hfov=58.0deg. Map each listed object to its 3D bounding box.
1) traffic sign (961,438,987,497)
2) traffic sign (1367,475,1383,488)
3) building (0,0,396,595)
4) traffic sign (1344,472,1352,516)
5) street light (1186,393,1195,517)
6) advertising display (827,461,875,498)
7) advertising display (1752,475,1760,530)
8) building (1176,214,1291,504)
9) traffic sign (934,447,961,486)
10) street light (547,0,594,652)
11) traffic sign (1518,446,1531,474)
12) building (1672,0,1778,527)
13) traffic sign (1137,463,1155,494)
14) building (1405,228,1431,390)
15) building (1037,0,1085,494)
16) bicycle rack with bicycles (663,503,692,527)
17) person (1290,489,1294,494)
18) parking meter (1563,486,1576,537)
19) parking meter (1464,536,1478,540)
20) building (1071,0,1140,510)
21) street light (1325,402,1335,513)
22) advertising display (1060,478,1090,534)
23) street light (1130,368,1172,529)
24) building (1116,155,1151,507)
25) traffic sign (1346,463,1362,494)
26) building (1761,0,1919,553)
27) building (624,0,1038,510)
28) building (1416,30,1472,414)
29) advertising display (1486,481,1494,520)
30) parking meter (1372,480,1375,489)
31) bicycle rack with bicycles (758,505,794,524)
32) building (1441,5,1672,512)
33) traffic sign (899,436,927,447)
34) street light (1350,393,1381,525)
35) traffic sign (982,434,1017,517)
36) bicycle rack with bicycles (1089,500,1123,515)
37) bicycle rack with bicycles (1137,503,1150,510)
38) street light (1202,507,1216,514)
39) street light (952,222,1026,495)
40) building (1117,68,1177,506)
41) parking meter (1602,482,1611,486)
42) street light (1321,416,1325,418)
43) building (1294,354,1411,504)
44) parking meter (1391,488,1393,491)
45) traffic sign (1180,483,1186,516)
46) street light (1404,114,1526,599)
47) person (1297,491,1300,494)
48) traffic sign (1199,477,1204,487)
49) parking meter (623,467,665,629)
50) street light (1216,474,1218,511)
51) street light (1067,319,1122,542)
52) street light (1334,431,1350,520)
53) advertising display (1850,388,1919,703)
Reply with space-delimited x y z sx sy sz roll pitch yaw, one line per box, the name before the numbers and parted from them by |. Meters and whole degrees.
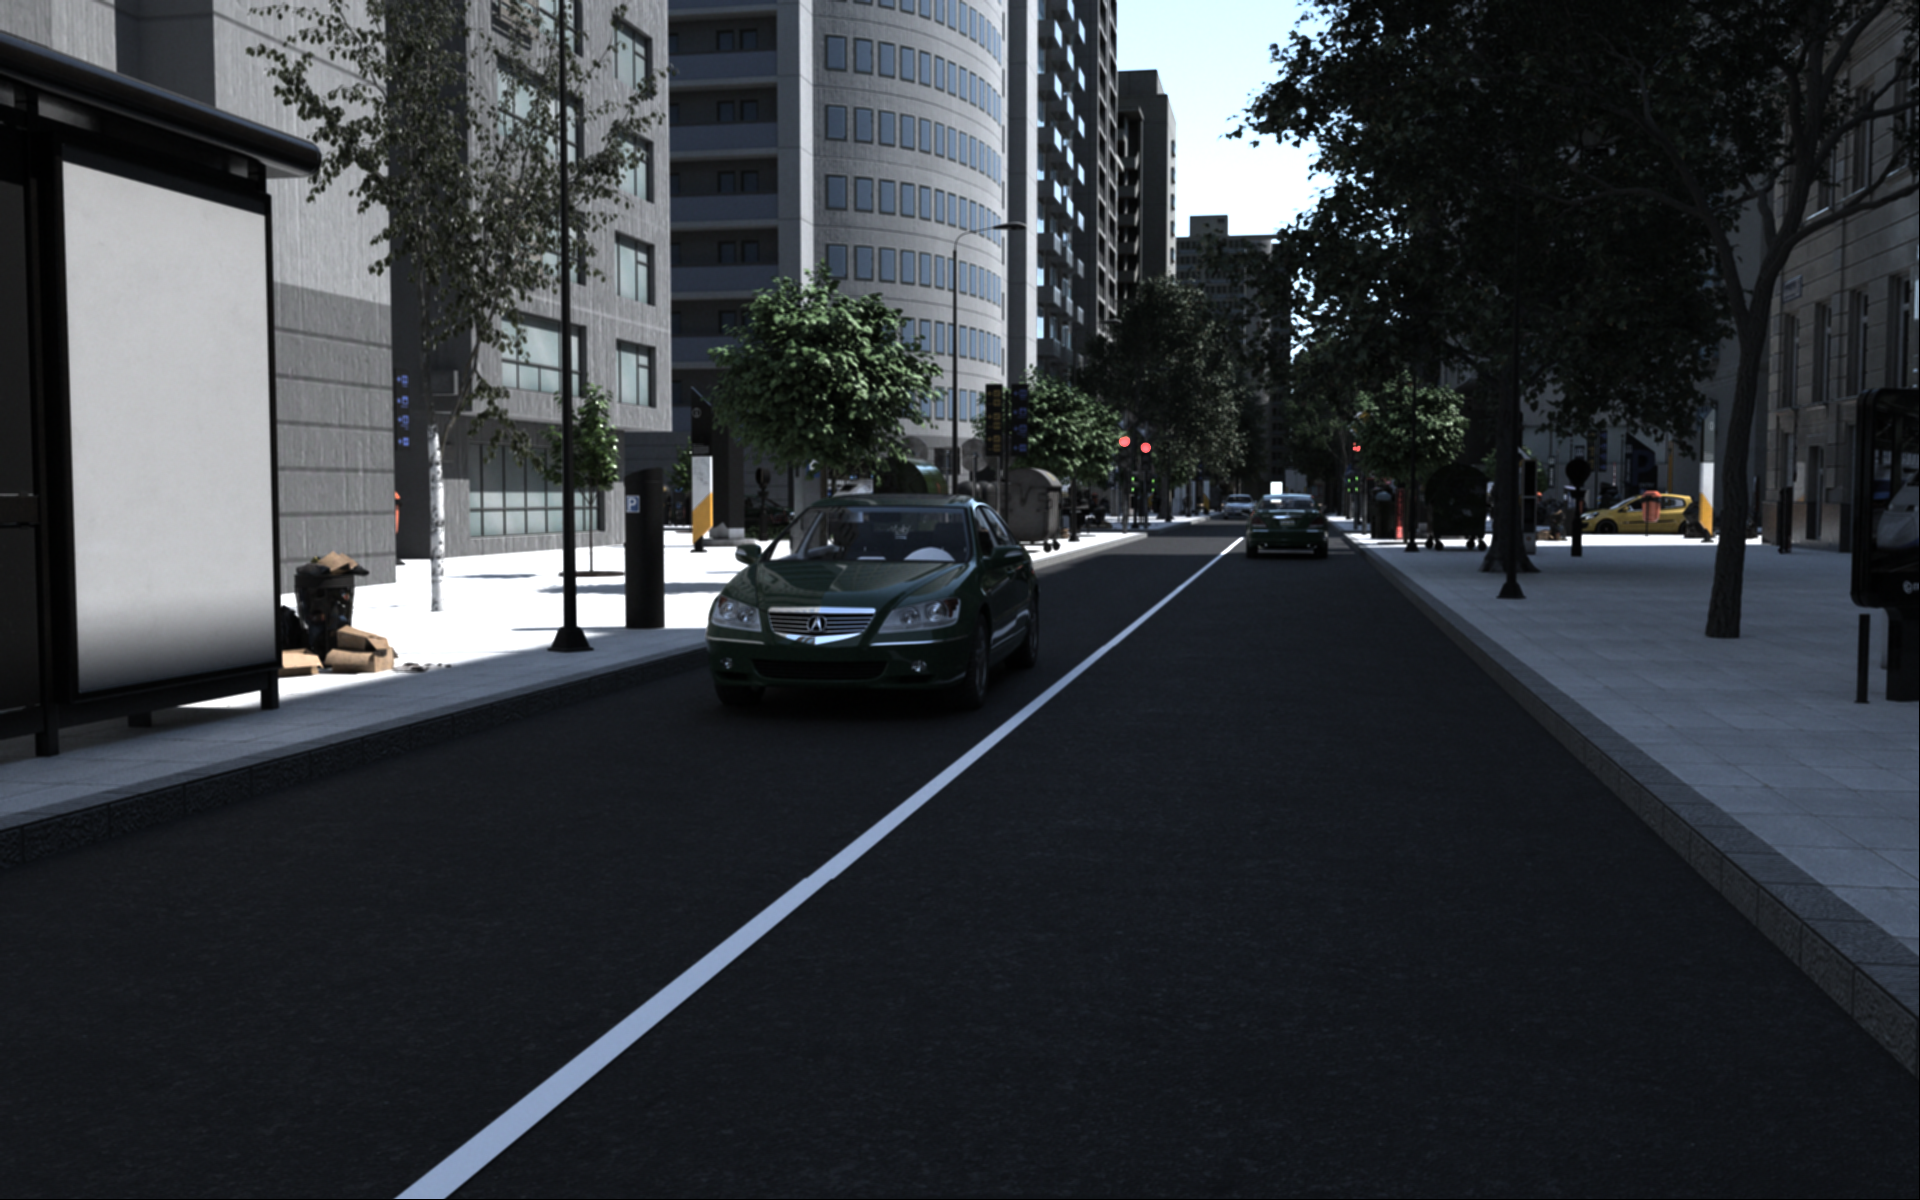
traffic sign | 0.323 -2.416 39.615 0.768 2.556 0.104 1 4 19
traffic sign | 15.423 -3.926 64.196 0.884 2.594 0.081 1 4 15
building | -21.075 -28.710 11.414 21.231 58.520 28.212 1 4 11
traffic sign | 20.495 -5.547 90.796 0.768 2.556 0.104 1 4 16
street light | 10.156 -6.558 79.767 1.470 5.913 1.316 1 4 11
advertising display | -1.995 -1.569 30.865 0.974 1.923 0.123 -1 4 -13
advertising display | 27.589 -3.353 60.038 0.123 1.923 0.974 1 4 19
building | 34.819 -33.762 243.895 23.993 40.220 32.217 1 4 11
traffic sign | -0.276 -2.156 37.376 0.606 2.300 0.079 1 4 19
street light | -2.665 -2.531 13.915 1.470 5.913 1.316 1 4 11
traffic sign | 12.838 -2.377 40.053 0.795 2.450 0.064 1 4 19
building | 42.900 -27.525 73.730 21.600 48.544 21.300 1 4 11
traffic sign | 7.227 -4.129 67.608 0.768 2.556 0.104 1 4 15
building | 58.599 -34.423 182.420 23.786 49.044 30.456 1 4 11
building | -3.122 -30.876 124.437 23.786 49.044 30.456 1 4 11
bicycle rack with bicycles | -11.885 -3.402 69.002 2.852 0.926 2.925 0 4 1
person | 19.936 -5.790 103.925 0.760 1.731 0.466 -2 4 -29
parking meter | 18.373 -2.676 52.161 0.372 1.533 0.369 0 3 0
parking meter | 14.391 -2.633 48.760 0.399 1.863 0.255 1 4 10
building | 5.134 -43.519 149.782 20.563 71.187 20.611 1 4 11
street light | 15.921 -6.048 71.428 1.470 5.913 1.316 1 4 11
advertising display | 3.737 -3.122 56.256 0.974 1.923 0.123 0 4 -2
street light | 7.012 -5.582 63.808 1.470 5.913 1.316 1 4 11
building | 2.870 -29.478 173.841 32.217 40.220 23.993 1 4 11
traffic sign | 15.750 -4.215 69.018 0.768 2.556 0.104 1 4 14
building | 23.685 -14.261 30.429 12.463 27.353 25.104 1 4 11
building | -8.523 -33.348 87.234 21.231 58.520 28.212 1 4 11
building | 52.391 -30.518 153.595 22.147 44.769 28.867 1 4 11
advertising display | 26.636 -4.965 86.398 0.974 1.923 0.123 -1 4 -14
parking meter | 17.066 -3.983 70.833 0.399 1.863 0.255 -3 5 -42
bicycle rack with bicycles | -4.866 -2.679 57.189 2.925 0.926 2.852 3 5 42
building | 47.828 -32.317 117.625 28.713 52.752 27.495 1 4 11
traffic sign | -1.081 -2.330 38.198 0.768 2.556 0.104 1 4 15
street light | 9.512 -4.029 38.419 1.470 5.913 1.316 1 4 11
traffic sign | 0.823 -2.214 36.298 0.768 2.556 0.104 1 4 17
bicycle rack with bicycles | 7.699 -5.556 104.217 2.852 0.926 2.925 -2 4 -24
bicycle rack with bicycles | 12.556 -6.876 125.800 2.925 0.926 2.852 -2 4 -26
street light | 13.205 -7.534 95.725 1.470 5.913 1.316 1 4 11
street light | 0.441 -3.506 29.860 1.470 5.913 1.316 1 4 11
building | 13.248 -35.064 196.989 21.600 48.544 21.300 1 4 11
parking meter | 31.579 -4.824 84.587 0.399 1.863 0.255 3 4 38
street light | 19.083 -7.023 87.363 1.470 5.913 1.316 1 4 11
building | 60.382 -23.997 237.384 28.899 21.520 27.650 1 4 11
parking meter | 17.243 -3.752 69.753 0.372 1.533 0.369 0 3 0
traffic sign | 13.096 -6.272 102.647 0.768 2.556 0.104 1 4 21
street light | 6.260 -2.980 21.268 1.470 5.913 1.316 1 4 11
person | 28.782 -8.411 146.743 0.721 1.736 1.217 3 5 44
traffic sign | 17.833 -7.727 126.438 0.768 2.556 0.104 1 4 17
parking meter | -3.023 -0.500 16.588 0.372 1.533 0.369 0 3 0
street light | 16.462 -8.543 112.227 1.470 5.913 1.316 1 4 11
street light | 3.602 -4.512 46.316 1.470 5.913 1.316 1 4 11
street light | 12.644 -5.012 54.493 1.470 5.913 1.316 1 4 11
advertising display | 5.951 -0.338 10.733 0.974 1.923 0.123 -1 4 -19
